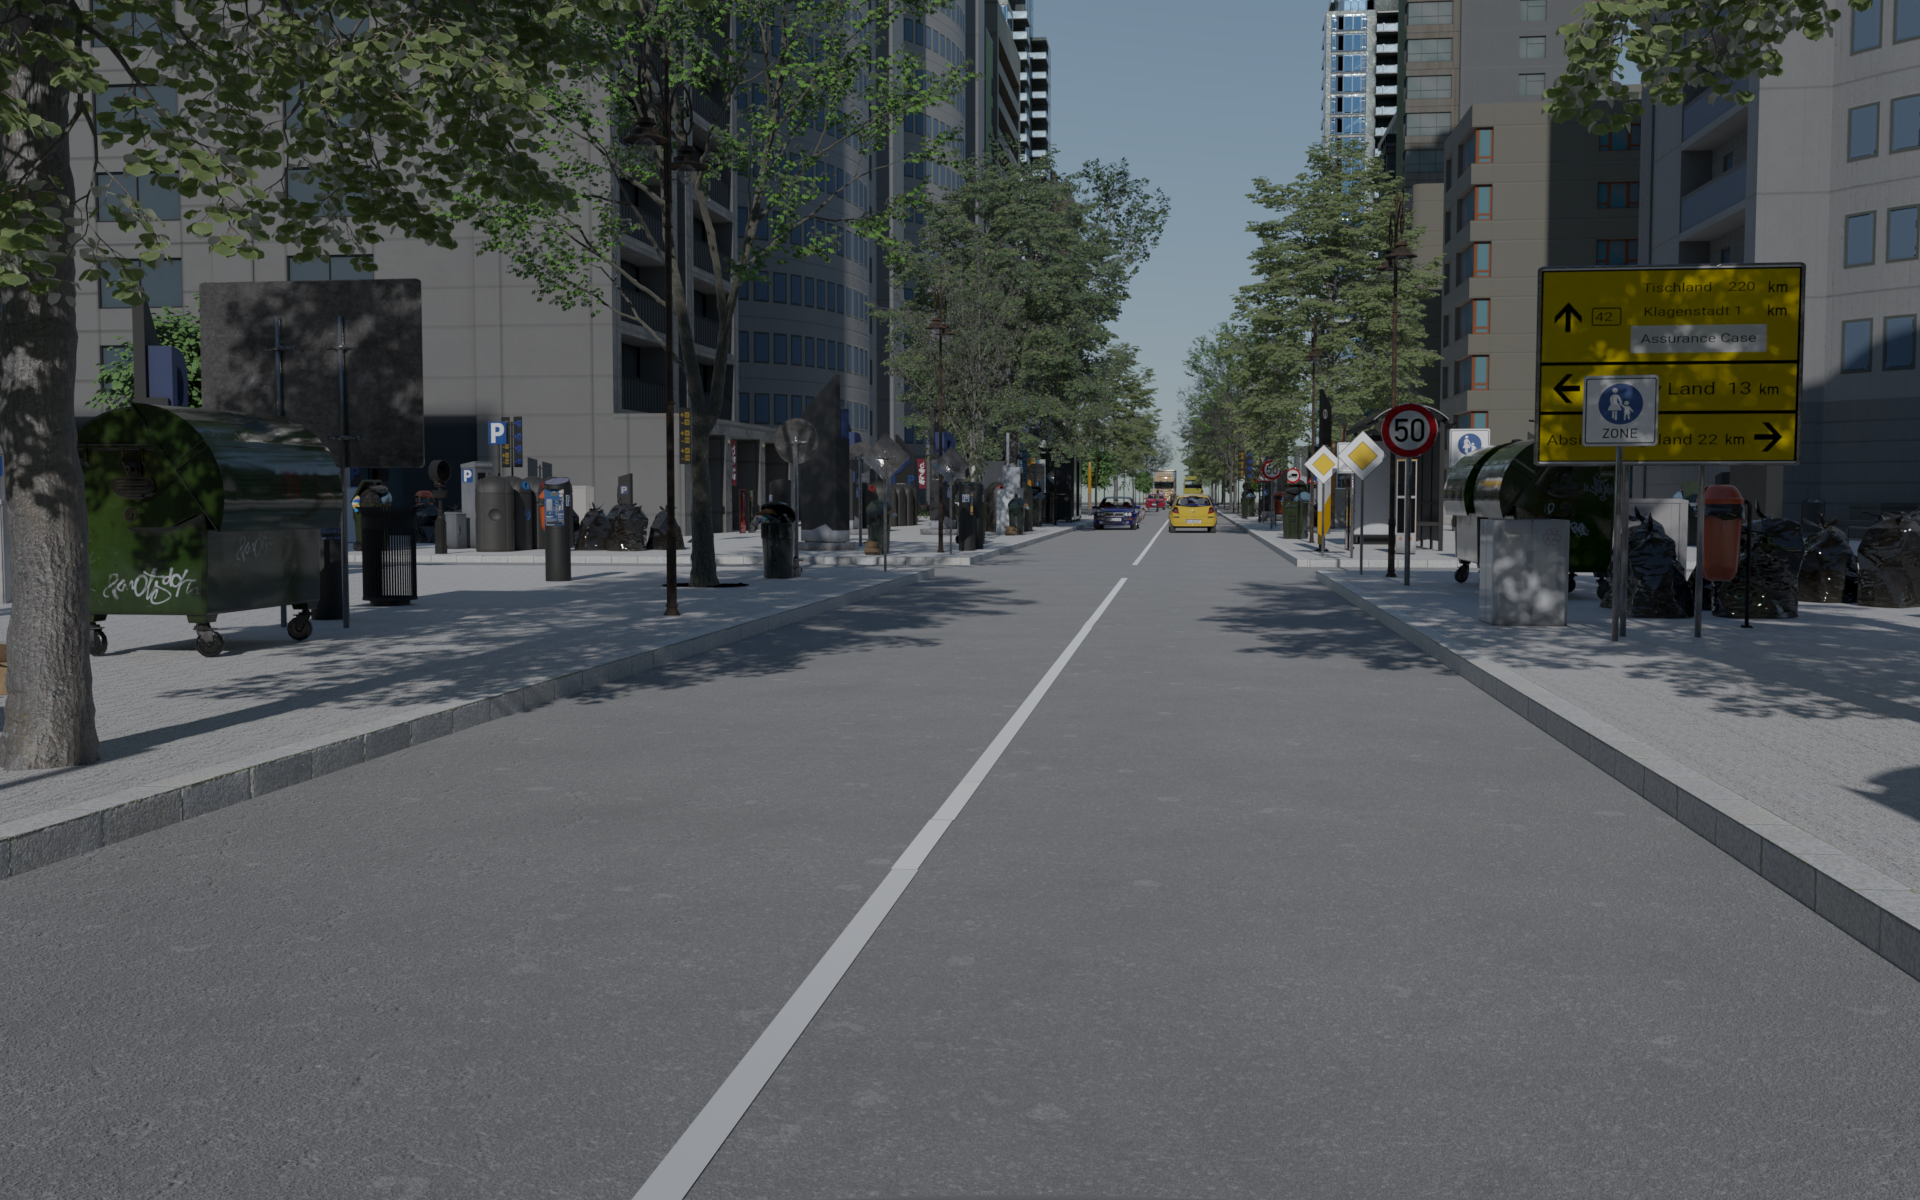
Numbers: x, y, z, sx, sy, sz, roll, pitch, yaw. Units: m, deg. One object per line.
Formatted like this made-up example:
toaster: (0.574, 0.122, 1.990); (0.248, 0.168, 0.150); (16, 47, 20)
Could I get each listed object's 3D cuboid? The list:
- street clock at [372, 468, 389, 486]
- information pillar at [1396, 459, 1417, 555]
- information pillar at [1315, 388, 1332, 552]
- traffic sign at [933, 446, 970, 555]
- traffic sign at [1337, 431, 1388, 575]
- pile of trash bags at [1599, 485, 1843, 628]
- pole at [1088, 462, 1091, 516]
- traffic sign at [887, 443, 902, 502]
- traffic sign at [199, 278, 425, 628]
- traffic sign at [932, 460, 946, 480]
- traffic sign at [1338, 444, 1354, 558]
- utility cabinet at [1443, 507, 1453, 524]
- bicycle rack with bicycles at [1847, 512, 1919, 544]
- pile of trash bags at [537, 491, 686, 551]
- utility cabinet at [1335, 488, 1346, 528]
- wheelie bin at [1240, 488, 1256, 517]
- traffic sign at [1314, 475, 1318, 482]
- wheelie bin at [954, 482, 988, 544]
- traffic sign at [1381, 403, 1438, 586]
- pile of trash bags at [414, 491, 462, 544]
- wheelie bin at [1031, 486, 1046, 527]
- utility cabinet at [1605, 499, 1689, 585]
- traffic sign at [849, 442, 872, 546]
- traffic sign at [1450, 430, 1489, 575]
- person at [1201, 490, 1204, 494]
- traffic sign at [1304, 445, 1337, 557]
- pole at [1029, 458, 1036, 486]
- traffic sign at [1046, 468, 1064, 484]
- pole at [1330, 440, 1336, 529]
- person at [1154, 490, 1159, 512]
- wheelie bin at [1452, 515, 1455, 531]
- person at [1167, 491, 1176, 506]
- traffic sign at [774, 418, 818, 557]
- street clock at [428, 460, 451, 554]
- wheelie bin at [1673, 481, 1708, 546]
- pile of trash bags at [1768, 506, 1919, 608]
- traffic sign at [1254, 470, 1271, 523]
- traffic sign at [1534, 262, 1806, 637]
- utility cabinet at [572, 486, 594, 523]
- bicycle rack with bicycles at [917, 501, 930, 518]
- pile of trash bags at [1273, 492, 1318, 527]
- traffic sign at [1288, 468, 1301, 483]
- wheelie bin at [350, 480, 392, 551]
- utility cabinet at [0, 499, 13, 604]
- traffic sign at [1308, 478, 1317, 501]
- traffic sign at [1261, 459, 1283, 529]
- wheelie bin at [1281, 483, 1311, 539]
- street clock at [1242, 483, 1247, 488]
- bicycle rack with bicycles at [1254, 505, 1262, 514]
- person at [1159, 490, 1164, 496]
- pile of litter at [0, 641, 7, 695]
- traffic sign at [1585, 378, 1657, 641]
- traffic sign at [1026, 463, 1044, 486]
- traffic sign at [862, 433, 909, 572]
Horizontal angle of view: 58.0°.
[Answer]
street clock: (-13.964, -2.275, 41.766); (0.358, 2.002, 0.471); (-3, 5, -44)
information pillar: (9.449, -1.968, 36.664); (0.304, 2.012, 0.304); (-2, 4, -27)
information pillar: (8.135, -2.893, 38.655); (0.183, 3.616, 0.504); (3, 4, 37)
traffic sign: (-0.189, -2.010, 36.498); (0.795, 2.450, 0.064); (0, 4, 7)
traffic sign: (6.394, -1.463, 27.560); (0.795, 2.450, 0.064); (0, 4, 7)
pile of trash bags: (7.757, -0.506, 18.026); (1.912, 1.369, 3.447); (1, 4, 17)
pole: (7.604, -6.599, 101.732); (0.158, 3.312, 0.155); (0, 3, 0)
traffic sign: (-1.720, -2.530, 41.469); (0.768, 2.556, 0.104); (1, 4, 16)
traffic sign: (-6.201, -1.387, 16.554); (2.265, 3.308, 0.079); (1, 4, 9)
traffic sign: (-0.549, -3.031, 51.679); (0.606, 2.300, 0.079); (1, 4, 10)
traffic sign: (7.806, -1.978, 34.462); (0.606, 2.300, 0.079); (1, 4, 11)
utility cabinet: (20.517, -3.911, 72.616); (0.318, 1.500, 1.173); (-2, 4, -31)
bicycle rack with bicycles: (19.472, -1.348, 35.428); (2.852, 0.926, 2.925); (1, 4, 14)
pile of trash bags: (-8.013, -1.799, 39.159); (1.912, 1.369, 3.447); (3, 5, 42)
utility cabinet: (14.090, -3.406, 64.365); (1.173, 1.500, 0.318); (-1, 4, -12)
wheelie bin: (16.091, -5.434, 96.749); (0.693, 1.594, 0.980); (-3, 5, -42)
traffic sign: (15.854, -4.667, 76.411); (0.768, 2.556, 0.104); (1, 4, 15)
wheelie bin: (0.279, -2.235, 44.446); (0.980, 1.594, 0.693); (3, 4, 38)
traffic sign: (6.268, -1.474, 24.213); (0.768, 2.556, 0.104); (1, 4, 14)
pile of trash bags: (-13.677, -2.220, 46.048); (1.912, 1.369, 3.447); (-3, 5, -41)
wheelie bin: (2.898, -3.691, 68.254); (0.980, 1.594, 0.693); (1, 4, 16)
utility cabinet: (9.466, -0.778, 23.886); (1.020, 1.237, 0.306); (3, 5, 43)
traffic sign: (-2.437, -2.584, 42.351); (0.768, 2.556, 0.104); (1, 4, 13)
traffic sign: (8.009, -1.538, 27.273); (0.606, 2.300, 0.079); (1, 4, 17)
person: (22.905, -9.485, 163.576); (0.705, 1.824, 1.348); (-1, 4, -10)
traffic sign: (7.437, -1.947, 35.477); (0.795, 2.450, 0.064); (0, 4, 7)
pole: (3.575, -5.523, 84.150); (0.158, 3.312, 0.155); (0, 3, 0)
traffic sign: (4.054, -4.452, 73.979); (0.795, 2.450, 0.064); (1, 4, 17)
pole: (13.673, -4.263, 63.547); (0.158, 3.312, 0.155); (0, 3, 0)
person: (15.604, -7.856, 137.666); (0.721, 1.735, 1.217); (0, 4, -7)
wheelie bin: (17.367, -3.176, 59.829); (0.980, 1.594, 0.693); (1, 4, 16)
person: (19.940, -9.363, 162.303); (1.217, 1.735, 0.721); (0, 4, -8)
traffic sign: (-2.755, -1.773, 29.090); (0.768, 2.556, 0.104); (1, 4, 11)
street clock: (-11.101, -1.984, 37.002); (0.358, 2.002, 0.471); (1, 4, 22)
wheelie bin: (18.224, -2.153, 43.114); (0.980, 1.594, 0.693); (0, 4, 1)
pile of trash bags: (11.743, -0.651, 20.395); (3.447, 1.369, 1.912); (0, 4, -5)
traffic sign: (13.427, -4.680, 76.528); (0.884, 2.594, 0.081); (1, 4, 15)
traffic sign: (6.288, -1.320, 15.448); (2.265, 3.308, 0.079); (0, 4, 8)
utility cabinet: (-10.304, -2.311, 46.456); (1.173, 1.500, 0.318); (3, 4, 36)
bicycle rack with bicycles: (-1.209, -5.762, 107.597); (2.925, 0.926, 2.852); (2, 4, 32)
pile of trash bags: (13.732, -3.586, 68.375); (1.912, 1.369, 3.447); (-3, 5, -41)
traffic sign: (16.063, -5.108, 83.616); (0.768, 2.556, 0.104); (1, 4, 13)
wheelie bin: (-13.192, -1.898, 38.933); (0.693, 1.594, 0.980); (1, 4, 21)
utility cabinet: (-11.712, -0.559, 20.297); (1.020, 1.237, 0.306); (-1, 4, -11)
traffic sign: (17.221, -5.113, 83.605); (0.884, 2.594, 0.081); (1, 4, 12)
traffic sign: (11.405, -3.867, 63.327); (0.768, 2.556, 0.104); (1, 4, 14)
wheelie bin: (9.591, -2.540, 49.443); (0.980, 1.594, 0.693); (2, 4, 28)
street clock: (17.862, -6.331, 108.081); (0.471, 2.002, 0.358); (0, 4, -7)
bicycle rack with bicycles: (18.840, -5.580, 104.619); (2.925, 0.926, 2.852); (2, 4, 23)
person: (20.406, -10.204, 175.198); (0.709, 1.838, 0.599); (2, 4, 28)
pile of litter: (-6.491, 0.163, 11.306); (1.176, 0.858, 1.719); (1, 4, 8)
traffic sign: (5.710, -0.789, 15.032); (0.606, 2.300, 0.079); (1, 4, 17)
traffic sign: (3.093, -4.368, 71.529); (0.768, 2.556, 0.104); (1, 4, 12)
traffic sign: (-1.232, -1.525, 28.581); (0.795, 2.450, 0.064); (0, 4, 7)
